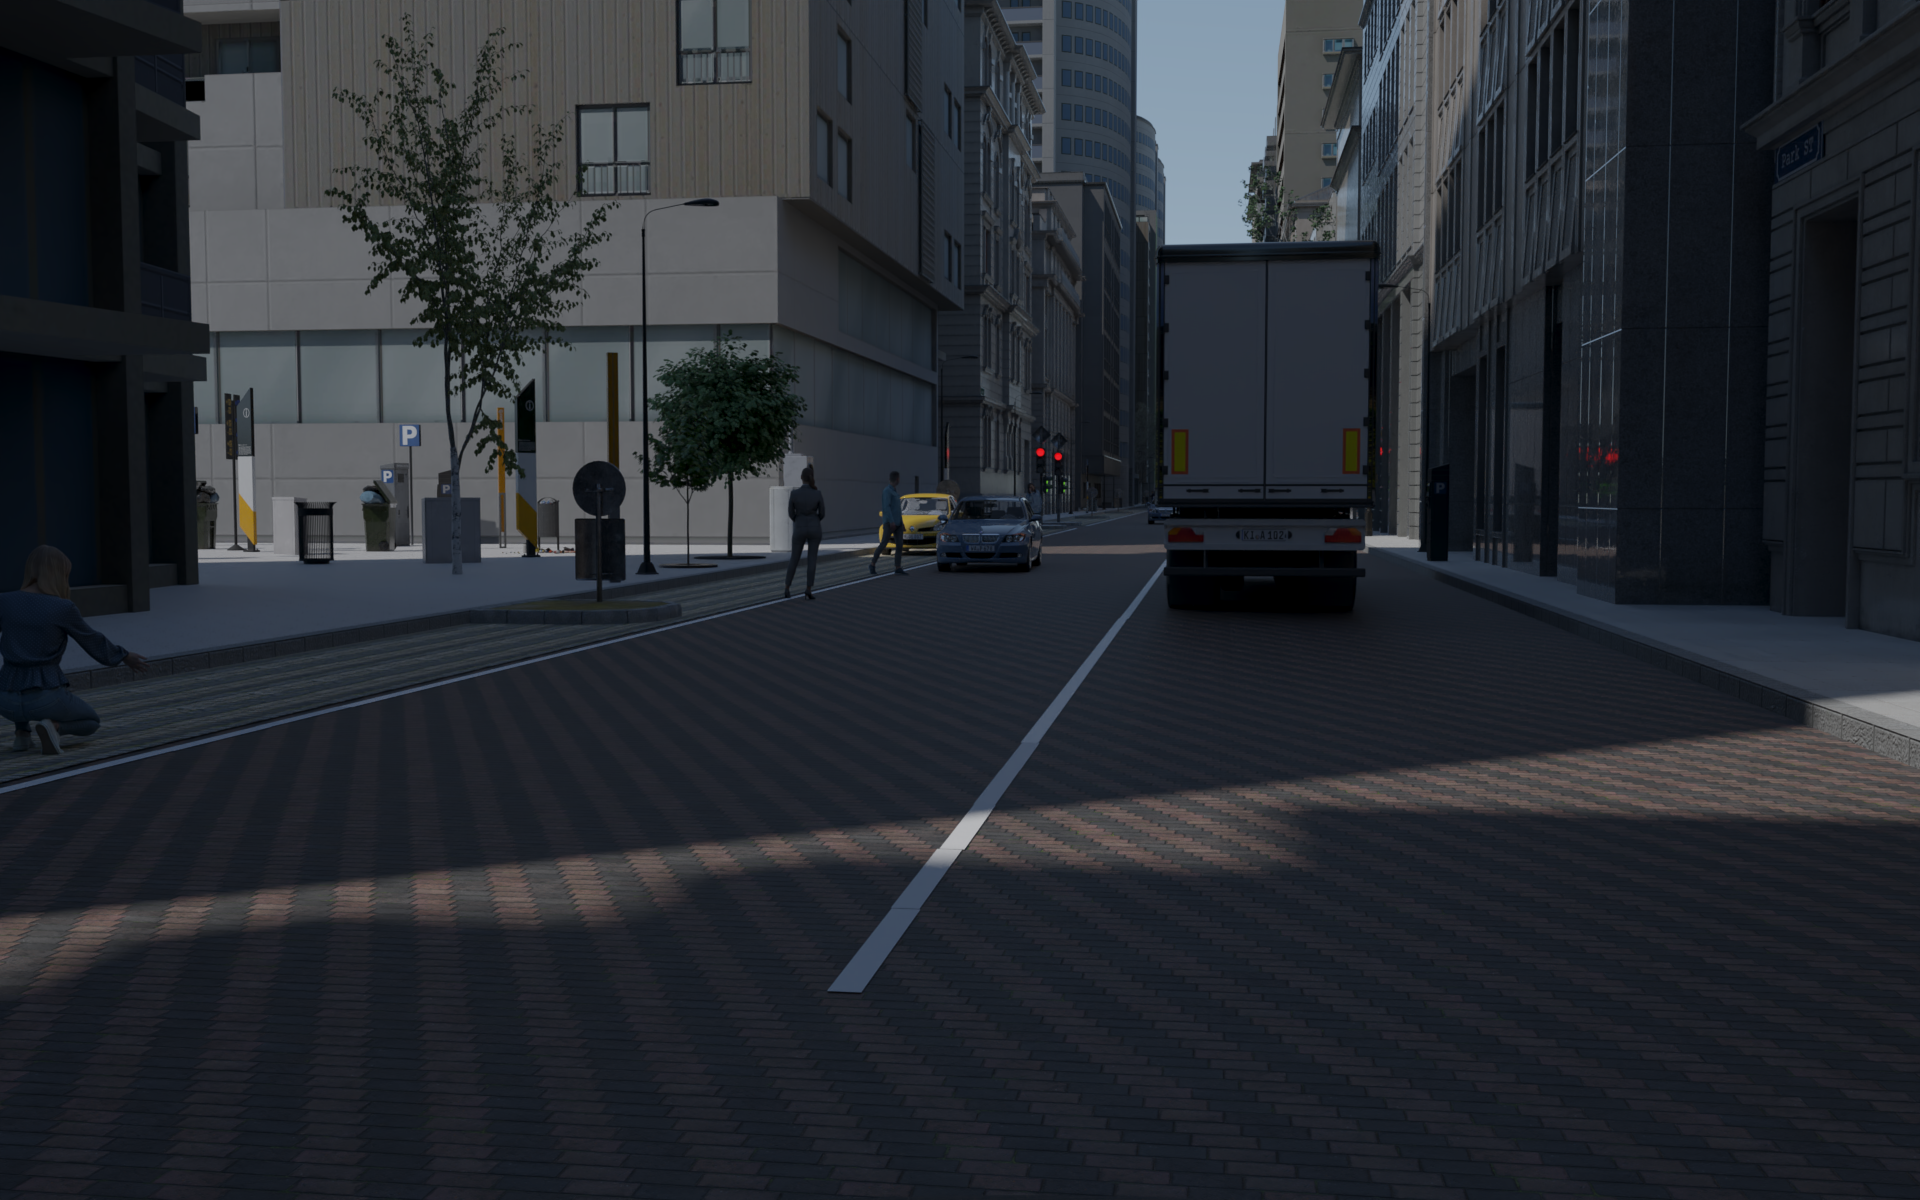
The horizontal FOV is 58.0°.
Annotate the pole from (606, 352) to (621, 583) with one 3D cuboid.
[{"bbox_3d":[-5.013,-1.908,25.047,0.158,3.312,0.155,0,3,0],"label":"pole"}]

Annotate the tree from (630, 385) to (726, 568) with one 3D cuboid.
[{"bbox_3d":[-4.699,-2.190,30.415,1.663,3.219,1.824,0,3,0],"label":"tree"}]

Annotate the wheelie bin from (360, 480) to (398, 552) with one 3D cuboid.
[{"bbox_3d":[-12.999,-1.884,38.716,0.693,1.594,0.980,0,4,-3],"label":"wheelie bin"}]

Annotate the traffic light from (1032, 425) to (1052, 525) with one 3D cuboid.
[{"bbox_3d":[3.332,-5.008,70.804,0.839,4.253,0.868,1,4,8],"label":"traffic light"}]

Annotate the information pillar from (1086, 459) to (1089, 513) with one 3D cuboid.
[{"bbox_3d":[8.569,-7.660,116.595,0.183,3.616,0.504,0,4,0],"label":"information pillar"}]

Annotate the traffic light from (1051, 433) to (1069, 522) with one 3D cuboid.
[{"bbox_3d":[4.504,-5.491,78.703,0.839,4.253,0.868,1,4,8],"label":"traffic light"}]

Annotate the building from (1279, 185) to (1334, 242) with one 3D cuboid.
[{"bbox_3d":[31.897,-20.838,137.969,12.463,27.353,25.104,1,4,8],"label":"building"}]

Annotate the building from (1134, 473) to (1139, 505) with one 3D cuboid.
[{"bbox_3d":[11.649,-47.321,211.950,20.563,71.187,20.611,1,4,8],"label":"building"}]

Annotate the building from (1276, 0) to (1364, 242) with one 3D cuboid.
[{"bbox_3d":[40.760,-32.950,162.436,21.300,48.544,21.600,1,4,8],"label":"building"}]

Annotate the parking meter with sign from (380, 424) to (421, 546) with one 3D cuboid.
[{"bbox_3d":[-13.944,-2.837,42.646,0.543,3.016,1.738,1,4,12],"label":"parking meter with sign"}]

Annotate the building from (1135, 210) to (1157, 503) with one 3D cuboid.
[{"bbox_3d":[20.310,-34.249,243.572,14.154,41.232,14.086,1,4,8],"label":"building"}]

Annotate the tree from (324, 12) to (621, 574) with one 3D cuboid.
[{"bbox_3d":[-7.806,-4.714,27.438,4.737,8.622,4.395,0,3,0],"label":"tree"}]

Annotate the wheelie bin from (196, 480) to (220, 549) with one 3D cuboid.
[{"bbox_3d":[-17.653,-1.980,40.286,0.693,1.594,0.980,0,4,1],"label":"wheelie bin"}]

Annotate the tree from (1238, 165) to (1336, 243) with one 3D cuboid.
[{"bbox_3d":[19.350,-14.988,100.937,12.611,20.169,13.585,0,3,0],"label":"tree"}]

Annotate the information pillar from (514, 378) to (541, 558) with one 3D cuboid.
[{"bbox_3d":[-8.760,-2.669,34.998,0.183,3.616,0.504,3,4,36],"label":"information pillar"}]

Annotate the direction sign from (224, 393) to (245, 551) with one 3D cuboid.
[{"bbox_3d":[-16.477,-2.894,39.315,0.379,3.537,0.876,0,4,-3],"label":"direction sign"}]

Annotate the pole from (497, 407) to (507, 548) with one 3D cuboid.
[{"bbox_3d":[-10.824,-2.878,40.898,0.158,3.312,0.155,0,3,0],"label":"pole"}]

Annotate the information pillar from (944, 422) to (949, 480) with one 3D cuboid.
[{"bbox_3d":[-0.426,-3.957,56.052,0.183,3.616,0.504,0,4,7],"label":"information pillar"}]

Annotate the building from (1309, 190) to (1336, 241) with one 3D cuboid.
[{"bbox_3d":[27.794,-16.054,117.240,10.420,20.320,16.860,1,4,8],"label":"building"}]

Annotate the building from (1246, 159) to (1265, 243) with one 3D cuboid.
[{"bbox_3d":[58.583,-41.305,264.574,28.713,52.752,27.495,1,4,8],"label":"building"}]

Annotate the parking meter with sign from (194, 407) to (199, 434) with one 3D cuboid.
[{"bbox_3d":[-15.733,-2.302,33.895,0.543,3.016,1.738,1,4,19],"label":"parking meter with sign"}]

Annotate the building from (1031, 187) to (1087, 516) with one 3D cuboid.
[{"bbox_3d":[0.870,-16.706,114.948,13.314,21.916,24.055,1,4,8],"label":"building"}]

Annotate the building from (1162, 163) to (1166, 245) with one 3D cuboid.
[{"bbox_3d":[23.613,-45.915,292.710,21.231,58.520,28.212,1,4,8],"label":"building"}]

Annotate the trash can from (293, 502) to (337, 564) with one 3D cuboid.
[{"bbox_3d":[-11.820,-1.231,31.783,0.748,1.137,0.748,0,3,0],"label":"trash can"}]

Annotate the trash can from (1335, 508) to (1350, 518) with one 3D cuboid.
[{"bbox_3d":[14.577,-3.327,66.043,0.748,1.137,0.748,0,3,0],"label":"trash can"}]

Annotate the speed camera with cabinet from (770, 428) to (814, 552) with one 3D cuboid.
[{"bbox_3d":[-3.800,-2.749,39.274,0.660,3.252,2.038,0,4,8],"label":"speed camera with cabinet"}]

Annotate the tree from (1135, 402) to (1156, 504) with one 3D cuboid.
[{"bbox_3d":[23.557,-19.439,228.197,12.009,13.543,11.850,0,3,0],"label":"tree"}]

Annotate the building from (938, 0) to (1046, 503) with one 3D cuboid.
[{"bbox_3d":[-3.496,-18.553,90.723,14.401,28.519,23.554,1,4,8],"label":"building"}]

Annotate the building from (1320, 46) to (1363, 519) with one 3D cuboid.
[{"bbox_3d":[32.675,-15.194,81.712,30.059,22.955,16.112,1,4,8],"label":"building"}]

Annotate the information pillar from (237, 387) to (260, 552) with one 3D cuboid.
[{"bbox_3d":[-15.743,-2.868,38.252,0.504,3.616,0.183,2,4,31],"label":"information pillar"}]

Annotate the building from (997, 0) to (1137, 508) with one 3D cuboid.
[{"bbox_3d":[5.872,-38.273,167.762,21.231,58.520,28.212,1,4,8],"label":"building"}]

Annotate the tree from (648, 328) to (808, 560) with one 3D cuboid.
[{"bbox_3d":[-4.647,-3.097,34.352,4.285,4.588,4.351,0,3,0],"label":"tree"}]

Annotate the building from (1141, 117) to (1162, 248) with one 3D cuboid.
[{"bbox_3d":[19.090,-44.215,264.912,21.231,58.520,28.212,1,4,8],"label":"building"}]

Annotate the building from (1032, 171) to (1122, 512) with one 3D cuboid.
[{"bbox_3d":[5.172,-21.116,138.758,14.314,27.812,24.014,1,4,8],"label":"building"}]

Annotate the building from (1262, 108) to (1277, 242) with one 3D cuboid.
[{"bbox_3d":[47.880,-36.063,209.232,23.786,49.044,30.456,1,4,8],"label":"building"}]
